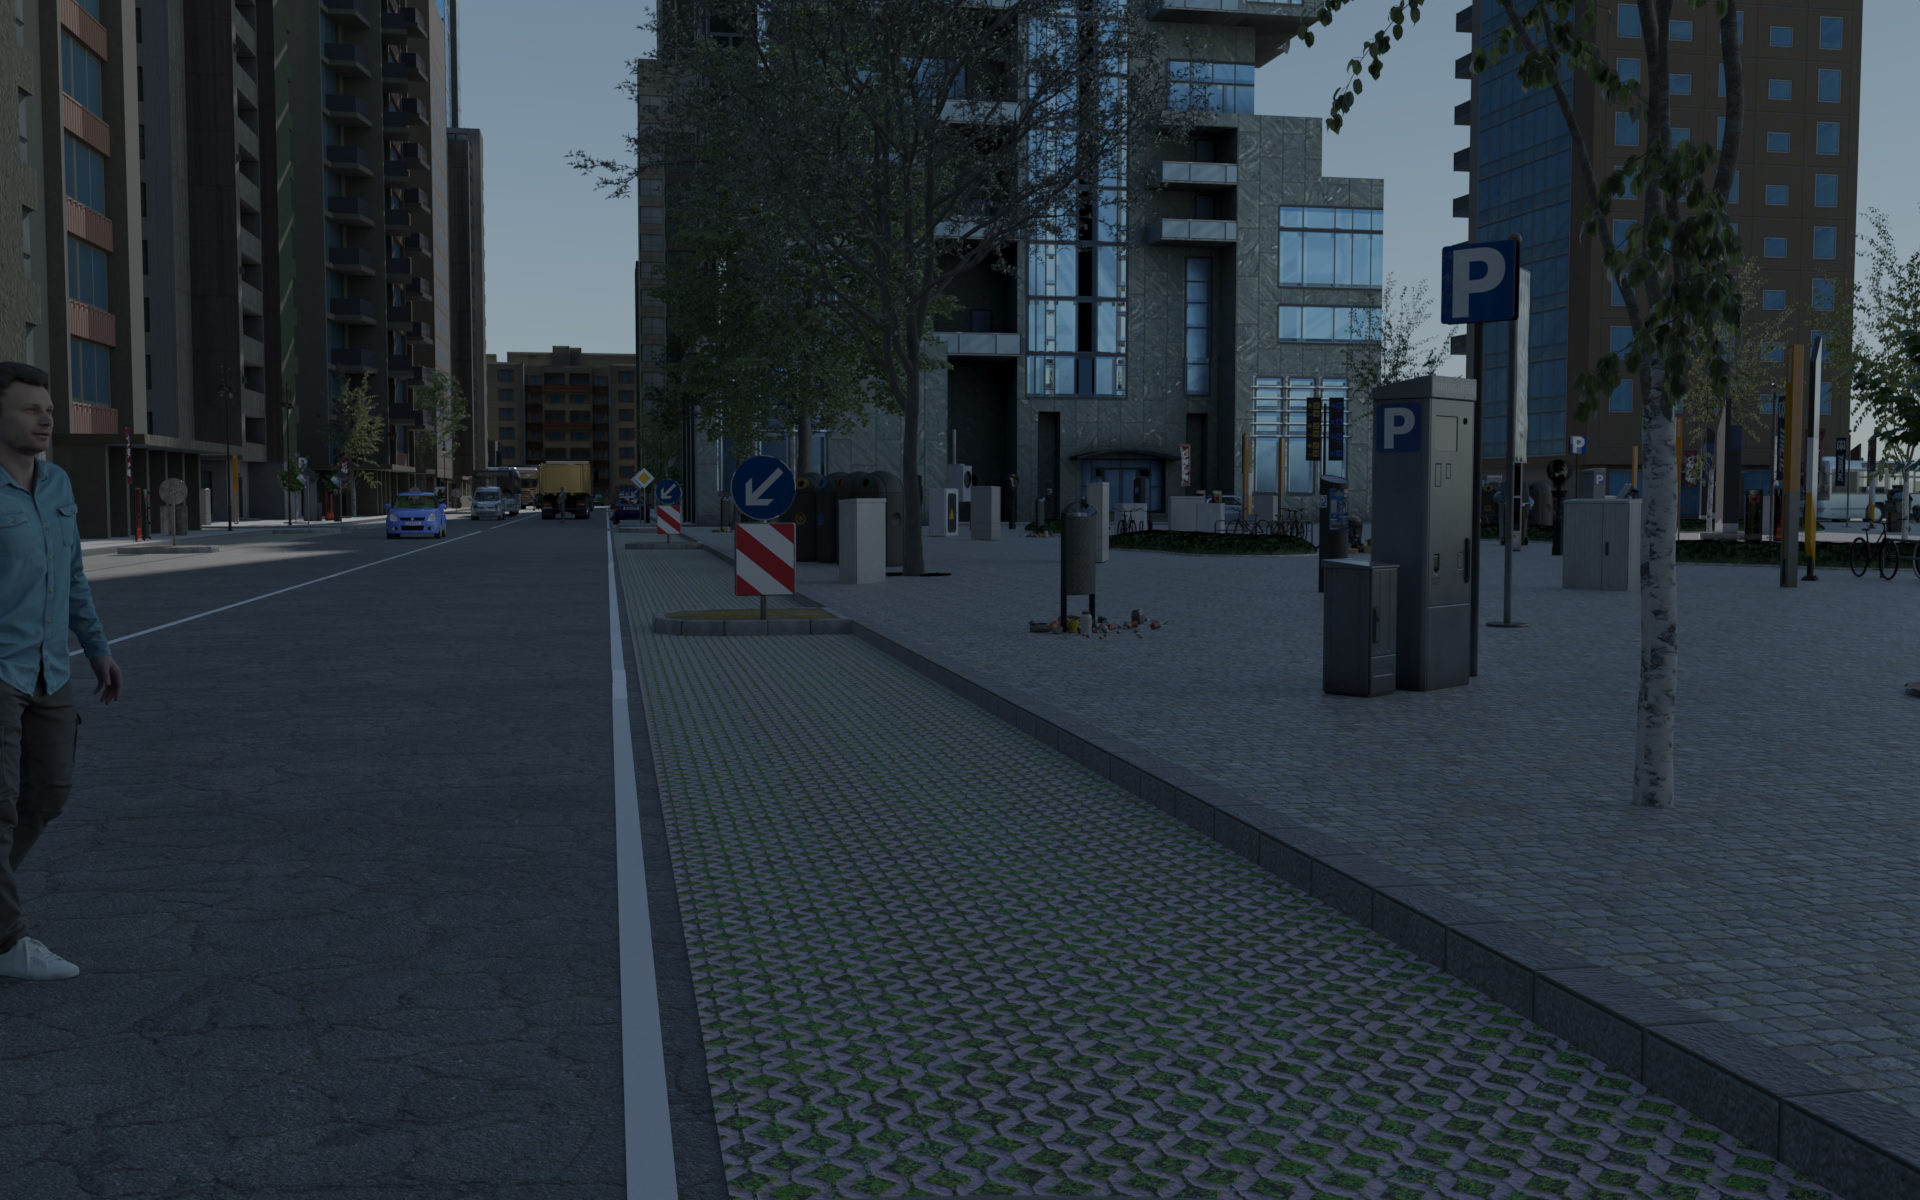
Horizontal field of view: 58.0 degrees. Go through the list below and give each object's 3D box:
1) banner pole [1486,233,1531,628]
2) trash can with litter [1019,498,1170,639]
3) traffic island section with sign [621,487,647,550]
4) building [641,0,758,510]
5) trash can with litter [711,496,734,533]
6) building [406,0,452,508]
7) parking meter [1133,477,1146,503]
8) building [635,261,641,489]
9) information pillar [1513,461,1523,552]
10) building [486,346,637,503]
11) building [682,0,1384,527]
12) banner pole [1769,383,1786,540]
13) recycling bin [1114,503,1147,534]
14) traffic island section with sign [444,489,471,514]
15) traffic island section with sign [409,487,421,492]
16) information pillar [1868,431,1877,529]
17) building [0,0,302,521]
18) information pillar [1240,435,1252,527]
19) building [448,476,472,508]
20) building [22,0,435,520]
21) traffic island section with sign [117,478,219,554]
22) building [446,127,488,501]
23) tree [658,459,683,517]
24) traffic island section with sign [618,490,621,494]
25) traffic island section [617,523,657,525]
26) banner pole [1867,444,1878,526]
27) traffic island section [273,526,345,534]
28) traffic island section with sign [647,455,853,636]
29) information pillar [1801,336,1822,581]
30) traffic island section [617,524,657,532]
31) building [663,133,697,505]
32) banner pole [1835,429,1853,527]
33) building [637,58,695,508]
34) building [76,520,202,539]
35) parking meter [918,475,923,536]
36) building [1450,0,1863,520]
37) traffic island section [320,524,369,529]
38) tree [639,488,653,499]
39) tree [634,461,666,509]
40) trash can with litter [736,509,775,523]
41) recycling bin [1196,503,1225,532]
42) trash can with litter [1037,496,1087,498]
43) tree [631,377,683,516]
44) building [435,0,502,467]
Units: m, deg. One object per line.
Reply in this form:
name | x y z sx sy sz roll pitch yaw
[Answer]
banner pole | 5.434 -1.644 16.896 0.401 3.779 0.863 2 4 31
trash can with litter | 1.424 -0.332 16.484 1.678 1.210 2.233 3 4 36
traffic island section with sign | -7.766 -2.245 45.337 1.989 1.847 2.006 -1 4 -12
building | -23.737 -45.638 184.441 20.563 71.187 20.611 -1 4 -12
trash can with litter | -7.636 -2.908 58.603 1.678 1.210 2.233 2 4 24
building | -51.927 -30.536 149.377 14.600 45.320 14.200 -1 4 -12
parking meter | 6.093 -3.249 58.830 0.255 1.863 0.399 -2 4 -33
building | -33.370 -27.188 216.226 14.160 30.474 14.107 -1 4 -12
information pillar | 12.391 -2.094 38.734 0.304 2.012 0.304 1 4 11
building | -54.556 -24.260 241.686 28.899 21.520 27.650 -1 4 -12
building | 2.150 -47.082 82.458 31.000 86.520 22.319 -1 4 -12
banner pole | 18.396 -2.992 38.938 0.401 3.779 0.863 0 4 -4
recycling bin | 4.662 -2.131 47.400 0.722 1.027 0.722 -1 4 -12
traffic island section with sign | -35.815 -7.011 123.262 1.989 1.847 2.006 -1 4 -12
traffic island section with sign | -30.326 -5.369 96.412 1.989 1.847 2.006 -1 4 -12
information pillar | 33.806 -4.453 64.164 0.183 3.616 0.504 1 4 12
building | -40.339 -19.014 82.581 14.160 30.474 14.107 -1 4 -12
information pillar | 11.318 -4.713 68.407 0.504 3.616 0.183 -2 4 -32
building | -64.366 -29.026 166.454 32.217 40.220 23.993 -1 4 -12
building | -46.216 -27.912 110.986 22.147 44.769 28.867 -1 4 -12
traffic island section with sign | -19.251 -2.057 42.253 1.989 1.847 2.006 -1 4 -12
building | -58.878 -30.785 186.935 14.154 41.232 14.086 -1 4 -12
tree | -15.603 -6.172 95.513 1.663 3.219 1.824 0 3 0
traffic island section with sign | -24.100 -7.135 125.278 1.989 1.847 2.006 -1 4 -12
traffic island section | -13.606 -3.158 73.911 2.009 0.180 2.903 -1 4 -12
banner pole | 36.483 -4.851 69.337 0.401 3.779 0.863 0 4 4
traffic island section | -23.953 -2.531 63.659 2.009 0.180 2.903 -1 4 -12
traffic island section with sign | -2.246 -0.592 18.313 1.989 1.847 2.006 -1 4 -12
information pillar | 12.580 -2.091 25.549 0.183 3.616 0.504 2 4 34
traffic island section | -12.007 -2.679 66.087 2.009 0.180 2.903 -1 4 -12
building | -17.274 -22.677 142.467 14.160 30.474 14.107 -1 4 -12
banner pole | 34.365 -4.730 67.351 0.401 3.779 0.863 -1 4 -21
building | -23.940 -29.605 167.642 14.154 41.232 14.086 -1 4 -12
building | -38.200 -24.123 49.037 28.867 44.769 22.147 -1 4 -12
parking meter | -1.202 -2.474 46.158 0.399 1.863 0.255 -1 4 -14
building | 35.333 -26.857 89.215 14.200 45.320 14.600 -1 4 -12
traffic island section | -25.552 -3.009 71.483 2.009 0.180 2.903 -1 4 -12
tree | -28.037 -9.874 156.046 1.663 3.219 1.824 0 3 0
tree | -27.002 -10.349 152.913 4.285 4.588 4.351 0 3 0
trash can with litter | -4.445 -1.678 38.828 1.055 1.170 0.624 -3 4 -37
recycling bin | 6.971 -2.182 48.230 0.722 1.027 0.722 1 4 15
trash can with litter | 2.604 -2.495 51.856 1.678 1.210 2.233 1 4 20
tree | -16.321 -9.311 102.597 4.737 8.622 4.395 0 3 0
building | -71.153 -54.497 203.694 31.000 86.520 22.319 -1 4 -12
